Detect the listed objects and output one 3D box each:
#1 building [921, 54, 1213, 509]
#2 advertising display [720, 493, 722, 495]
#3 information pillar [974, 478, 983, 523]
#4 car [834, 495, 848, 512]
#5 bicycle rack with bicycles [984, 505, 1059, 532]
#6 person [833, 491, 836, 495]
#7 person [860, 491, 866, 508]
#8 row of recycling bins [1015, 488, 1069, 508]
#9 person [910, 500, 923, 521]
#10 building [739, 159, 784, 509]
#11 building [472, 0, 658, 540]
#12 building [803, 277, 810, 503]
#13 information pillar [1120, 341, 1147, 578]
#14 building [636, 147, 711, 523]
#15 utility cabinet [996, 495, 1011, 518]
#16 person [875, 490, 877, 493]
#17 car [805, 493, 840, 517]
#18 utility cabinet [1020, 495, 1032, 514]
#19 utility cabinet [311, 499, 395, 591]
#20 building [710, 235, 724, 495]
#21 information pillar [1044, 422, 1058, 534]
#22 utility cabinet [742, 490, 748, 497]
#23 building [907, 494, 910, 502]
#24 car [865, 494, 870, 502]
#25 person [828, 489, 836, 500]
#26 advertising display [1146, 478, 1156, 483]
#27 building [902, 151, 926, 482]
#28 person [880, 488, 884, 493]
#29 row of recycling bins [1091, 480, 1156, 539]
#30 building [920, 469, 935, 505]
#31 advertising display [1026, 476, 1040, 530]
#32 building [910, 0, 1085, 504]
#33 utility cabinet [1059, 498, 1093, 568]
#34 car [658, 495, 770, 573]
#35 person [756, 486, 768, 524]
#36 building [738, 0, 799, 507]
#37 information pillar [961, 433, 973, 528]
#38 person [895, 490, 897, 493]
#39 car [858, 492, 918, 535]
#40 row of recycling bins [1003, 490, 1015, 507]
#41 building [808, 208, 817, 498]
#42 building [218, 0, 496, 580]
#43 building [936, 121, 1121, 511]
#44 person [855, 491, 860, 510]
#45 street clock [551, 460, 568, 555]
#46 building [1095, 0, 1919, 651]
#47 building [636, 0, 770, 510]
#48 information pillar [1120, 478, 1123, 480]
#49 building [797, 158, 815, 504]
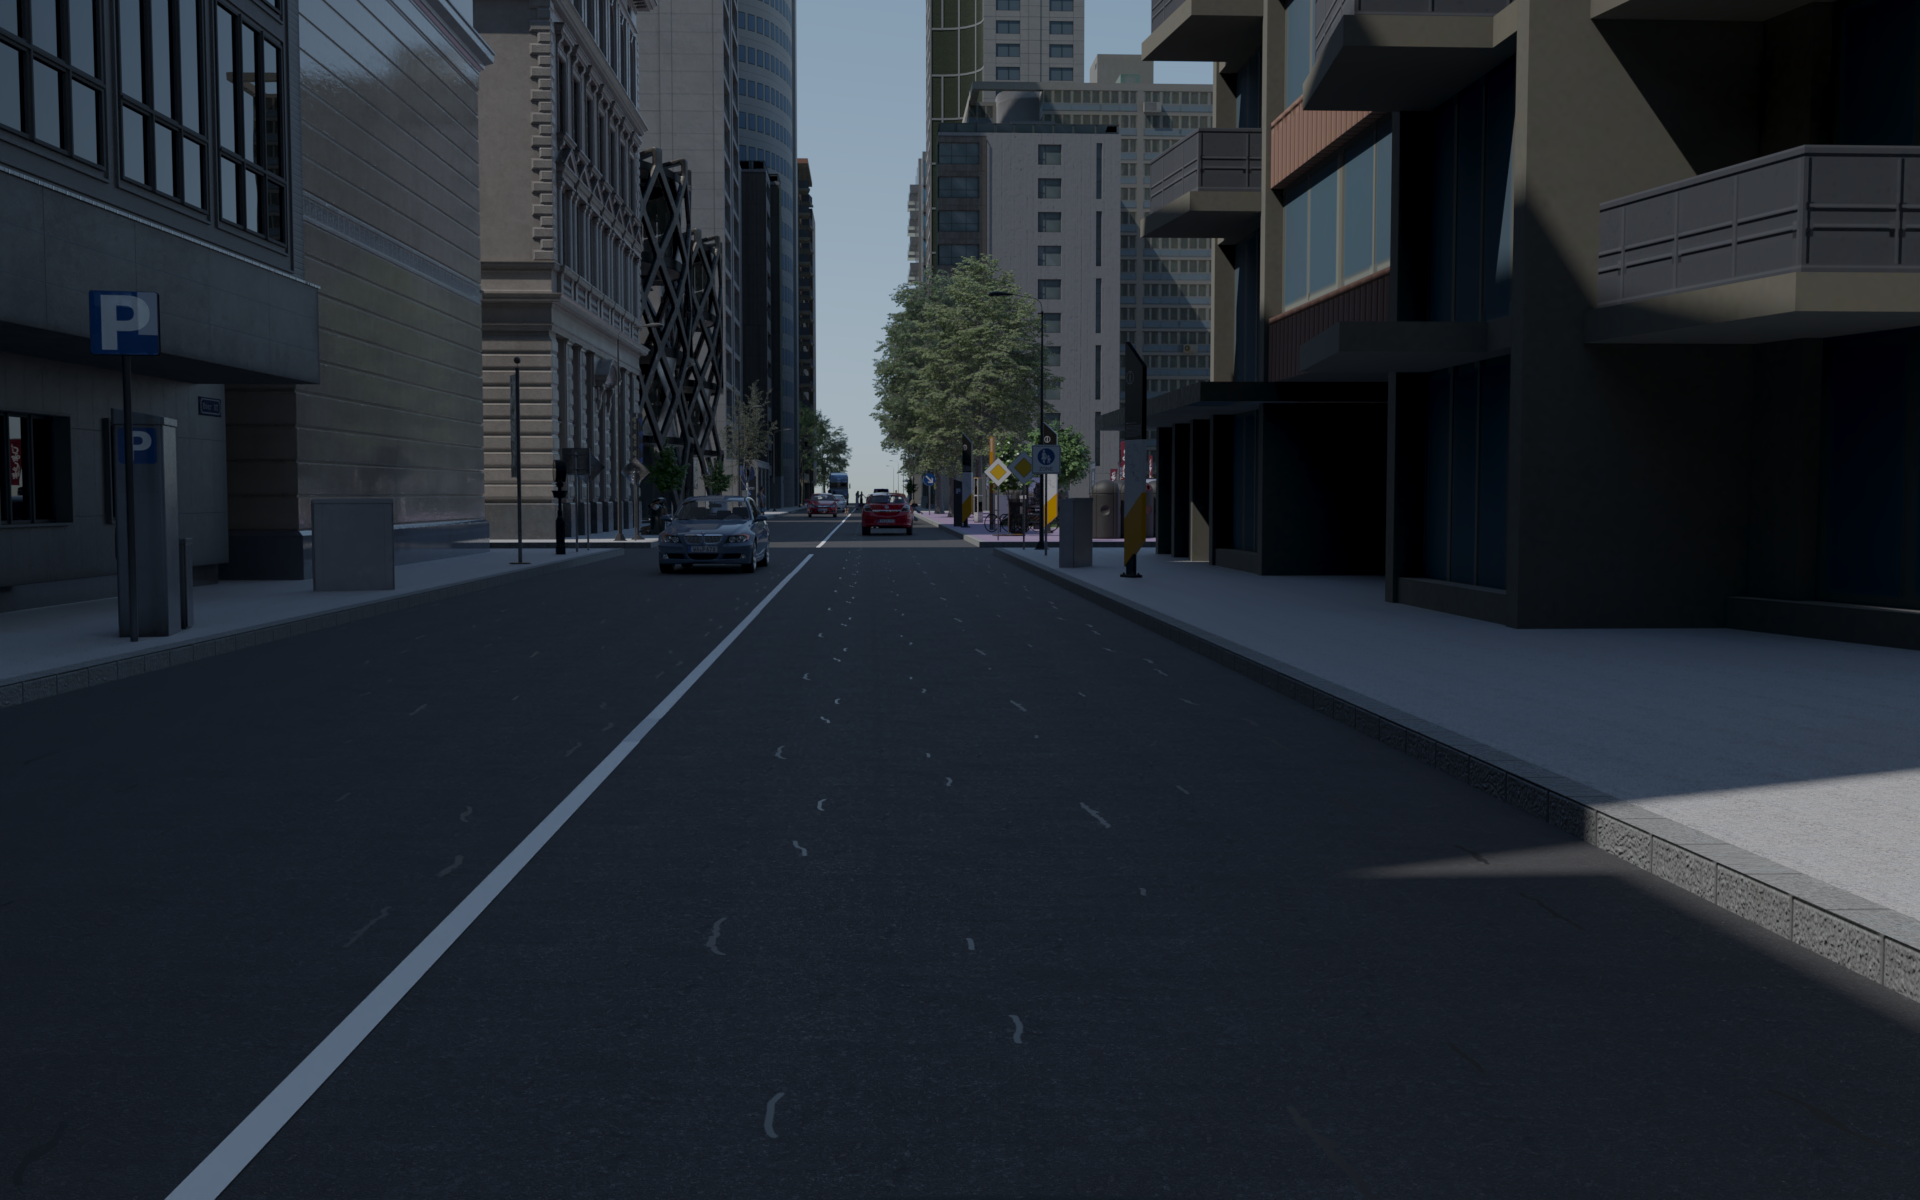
[{"bbox_3d":[12.757,-28.473,157.412,32.217,40.220,23.993,0,4,-3],"label":"building"},{"bbox_3d":[-17.024,-7.042,120.342,0.974,1.923,0.123,0,4,3],"label":"advertising display"},{"bbox_3d":[0.824,-4.462,77.444,0.304,2.012,0.304,-3,4,-37],"label":"information pillar"},{"bbox_3d":[-10.092,-7.791,139.743,2.083,1.381,4.827,0,4,-2],"label":"car"},{"bbox_3d":[2.242,-2.733,58.069,2.925,0.926,2.852,-1,4,-13],"label":"bicycle rack with bicycles"},{"bbox_3d":[-10.831,-8.587,149.719,1.217,1.723,0.721,1,4,21],"label":"person"},{"bbox_3d":[-10.028,-10.157,175.348,1.217,1.735,0.721,2,4,33],"label":"person"},{"bbox_3d":[5.510,-6.425,112.158,3.534,1.692,1.069,2,4,35],"label":"row of recycling bins"},{"bbox_3d":[-2.457,-4.503,87.626,1.012,1.151,0.738,2,4,33],"label":"person"},{"bbox_3d":[-22.665,-23.099,149.377,14.160,30.474,14.107,0,4,-3],"label":"building"},{"bbox_3d":[-16.627,-13.950,56.958,11.050,23.489,19.941,0,4,-3],"label":"building"},{"bbox_3d":[-32.441,-37.998,244.971,21.300,48.544,21.600,0,4,-3],"label":"building"},{"bbox_3d":[2.673,-2.148,26.471,0.183,3.616,0.504,-2,4,-29],"label":"information pillar"},{"bbox_3d":[-20.267,-12.711,75.280,16.820,18.784,16.811,0,4,-3],"label":"building"},{"bbox_3d":[2.226,-4.917,91.548,1.020,1.237,0.306,-3,4,-38],"label":"utility cabinet"},{"bbox_3d":[-6.363,-7.540,132.303,1.217,1.766,0.721,-1,4,-19],"label":"person"},{"bbox_3d":[-8.548,-6.026,107.561,2.155,1.783,4.494,0,4,-5],"label":"car"},{"bbox_3d":[3.145,-4.067,77.655,1.020,1.237,0.306,3,5,43],"label":"utility cabinet"},{"bbox_3d":[-8.092,-0.730,23.092,1.020,1.237,0.306,-1,4,-23],"label":"utility cabinet"},{"bbox_3d":[-21.933,-14.076,97.587,16.820,18.784,16.811,0,4,-3],"label":"building"},{"bbox_3d":[2.928,-3.974,56.328,0.504,3.616,0.183,2,4,26],"label":"information pillar"},{"bbox_3d":[-11.557,-5.156,92.986,0.318,1.500,1.173,0,4,-5],"label":"utility cabinet"},{"bbox_3d":[7.900,-35.417,270.947,32.217,40.220,23.993,0,4,-3],"label":"building"},{"bbox_3d":[-12.463,-14.367,246.700,2.131,1.459,4.920,0,4,-1],"label":"car"},{"bbox_3d":[-10.223,-7.772,135.586,1.348,1.822,0.705,-3,4,-37],"label":"person"},{"bbox_3d":[7.725,-3.863,68.366,0.974,1.923,0.123,1,4,11],"label":"advertising display"},{"bbox_3d":[3.890,-38.136,243.129,23.786,49.044,30.456,0,4,-3],"label":"building"},{"bbox_3d":[-5.808,-7.460,130.104,1.348,1.869,0.705,1,4,10],"label":"person"},{"bbox_3d":[4.978,-2.665,50.681,1.069,1.692,3.534,3,4,39],"label":"row of recycling bins"},{"bbox_3d":[10.010,-20.756,184.397,27.650,21.520,28.899,0,4,-3],"label":"building"},{"bbox_3d":[2.832,-3.516,62.706,0.974,1.923,0.123,-2,4,-30],"label":"advertising display"},{"bbox_3d":[4.074,-47.626,216.942,20.563,71.187,20.611,0,4,-3],"label":"building"},{"bbox_3d":[2.043,-1.187,30.577,0.306,1.237,1.020,1,4,23],"label":"utility cabinet"},{"bbox_3d":[-4.636,-1.289,33.072,2.014,1.417,4.499,0,4,-1],"label":"car"},{"bbox_3d":[-9.357,-4.446,81.285,0.778,1.811,0.616,-1,4,-12],"label":"person"},{"bbox_3d":[-26.982,-38.376,169.446,21.231,58.520,28.212,0,4,-3],"label":"building"},{"bbox_3d":[0.276,-4.575,66.152,0.504,3.616,0.183,3,5,42],"label":"information pillar"},{"bbox_3d":[-4.594,-7.083,125.026,1.217,1.735,0.721,-1,4,-11],"label":"person"},{"bbox_3d":[-2.565,-3.220,61.694,2.155,1.783,4.494,0,4,-1],"label":"car"},{"bbox_3d":[3.995,-7.024,121.954,1.069,1.692,3.534,-2,4,-24],"label":"row of recycling bins"},{"bbox_3d":[-28.995,-37.494,263.139,14.600,45.320,14.200,0,4,-3],"label":"building"},{"bbox_3d":[-19.836,-14.986,30.922,20.117,28.700,13.634,0,4,-3],"label":"building"},{"bbox_3d":[5.003,-22.417,138.211,14.160,30.474,14.107,0,4,-3],"label":"building"},{"bbox_3d":[-9.415,-9.184,159.326,0.621,1.740,0.551,-3,5,-43],"label":"person"},{"bbox_3d":[-8.480,-1.966,36.718,0.358,2.002,0.471,-1,4,-21],"label":"street clock"},{"bbox_3d":[14.464,-22.584,23.878,22.147,44.769,28.867,0,4,-3],"label":"building"},{"bbox_3d":[-25.105,-42.349,130.658,20.563,71.187,20.611,0,4,-3],"label":"building"},{"bbox_3d":[7.545,-4.584,79.438,0.304,2.012,0.304,-2,4,-35],"label":"information pillar"},{"bbox_3d":[-29.862,-34.580,220.000,22.147,44.769,28.867,0,4,-3],"label":"building"}]
